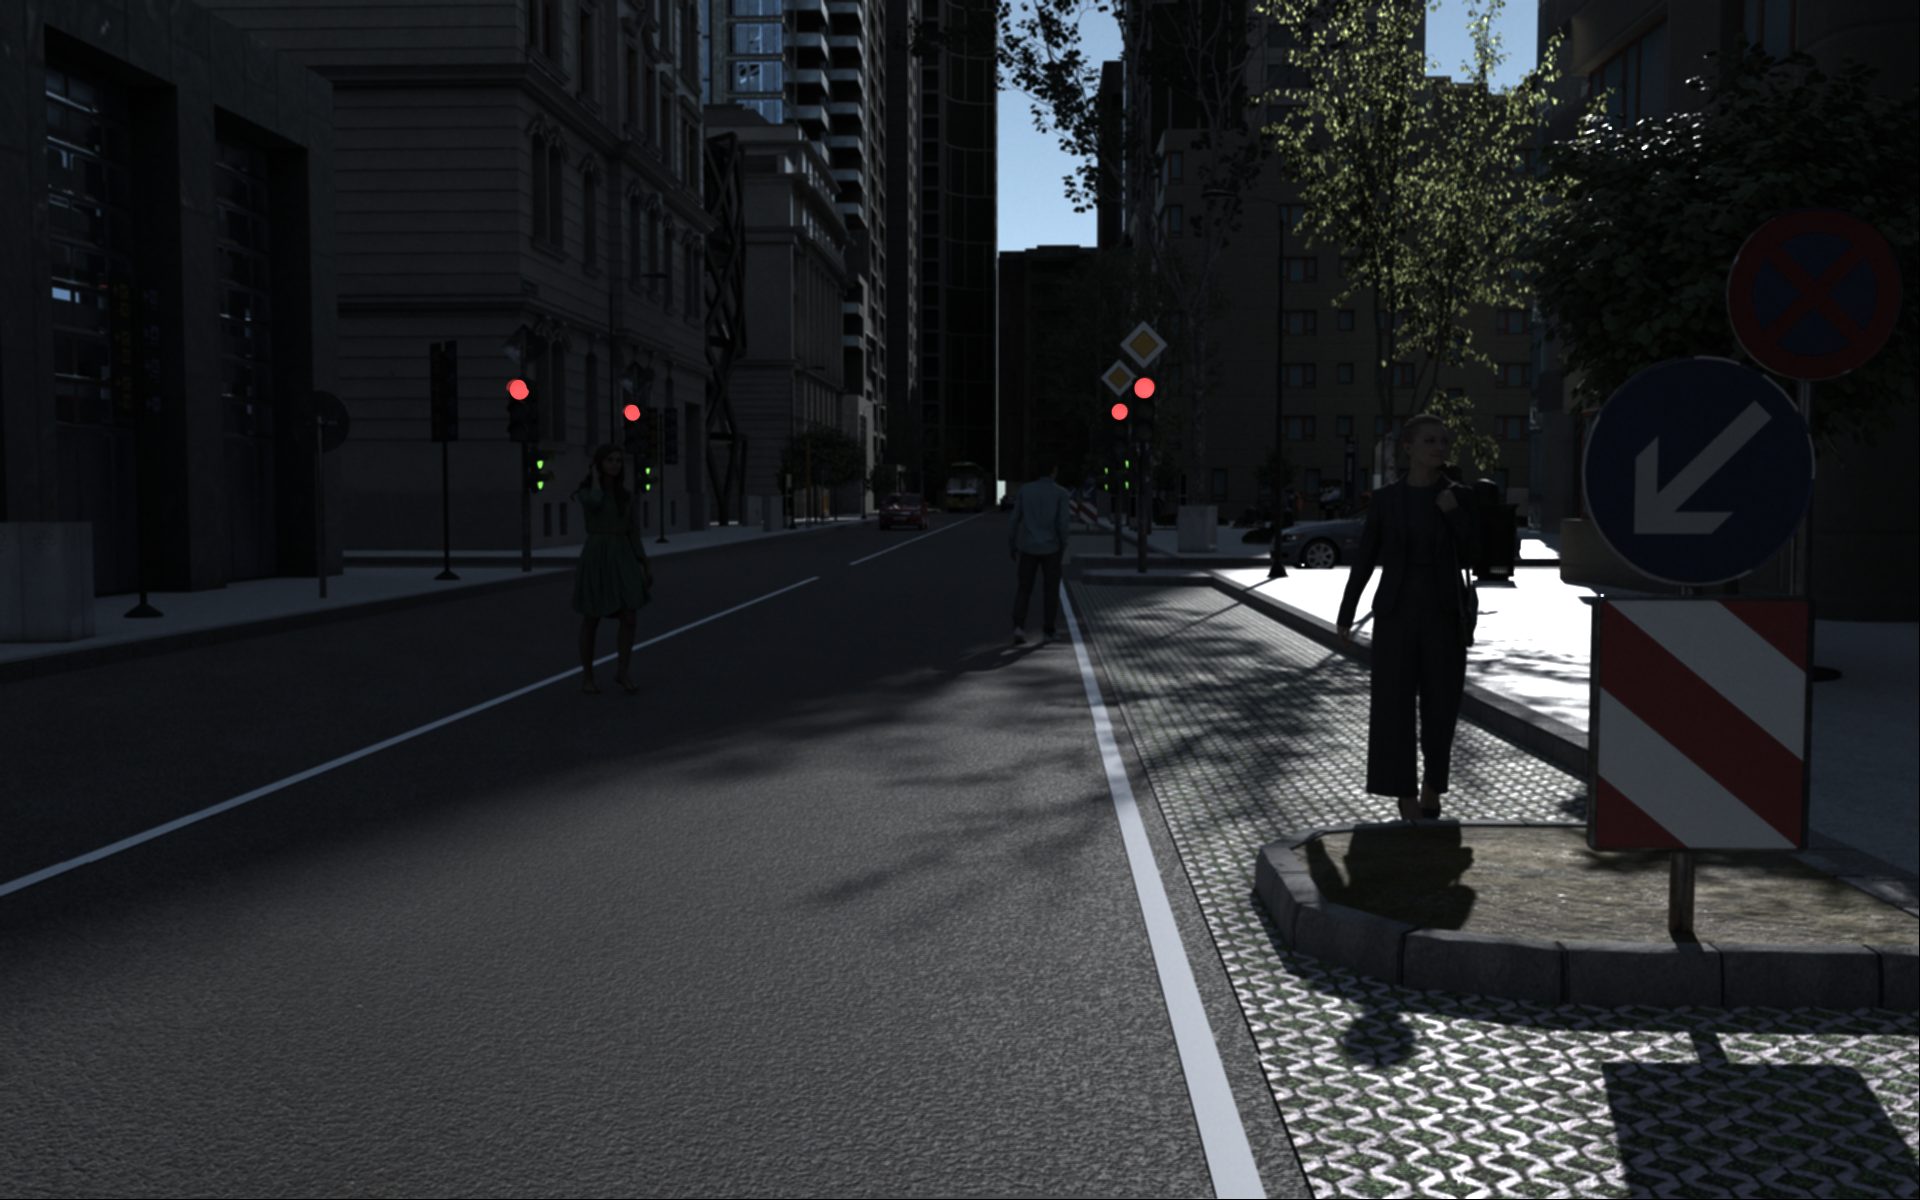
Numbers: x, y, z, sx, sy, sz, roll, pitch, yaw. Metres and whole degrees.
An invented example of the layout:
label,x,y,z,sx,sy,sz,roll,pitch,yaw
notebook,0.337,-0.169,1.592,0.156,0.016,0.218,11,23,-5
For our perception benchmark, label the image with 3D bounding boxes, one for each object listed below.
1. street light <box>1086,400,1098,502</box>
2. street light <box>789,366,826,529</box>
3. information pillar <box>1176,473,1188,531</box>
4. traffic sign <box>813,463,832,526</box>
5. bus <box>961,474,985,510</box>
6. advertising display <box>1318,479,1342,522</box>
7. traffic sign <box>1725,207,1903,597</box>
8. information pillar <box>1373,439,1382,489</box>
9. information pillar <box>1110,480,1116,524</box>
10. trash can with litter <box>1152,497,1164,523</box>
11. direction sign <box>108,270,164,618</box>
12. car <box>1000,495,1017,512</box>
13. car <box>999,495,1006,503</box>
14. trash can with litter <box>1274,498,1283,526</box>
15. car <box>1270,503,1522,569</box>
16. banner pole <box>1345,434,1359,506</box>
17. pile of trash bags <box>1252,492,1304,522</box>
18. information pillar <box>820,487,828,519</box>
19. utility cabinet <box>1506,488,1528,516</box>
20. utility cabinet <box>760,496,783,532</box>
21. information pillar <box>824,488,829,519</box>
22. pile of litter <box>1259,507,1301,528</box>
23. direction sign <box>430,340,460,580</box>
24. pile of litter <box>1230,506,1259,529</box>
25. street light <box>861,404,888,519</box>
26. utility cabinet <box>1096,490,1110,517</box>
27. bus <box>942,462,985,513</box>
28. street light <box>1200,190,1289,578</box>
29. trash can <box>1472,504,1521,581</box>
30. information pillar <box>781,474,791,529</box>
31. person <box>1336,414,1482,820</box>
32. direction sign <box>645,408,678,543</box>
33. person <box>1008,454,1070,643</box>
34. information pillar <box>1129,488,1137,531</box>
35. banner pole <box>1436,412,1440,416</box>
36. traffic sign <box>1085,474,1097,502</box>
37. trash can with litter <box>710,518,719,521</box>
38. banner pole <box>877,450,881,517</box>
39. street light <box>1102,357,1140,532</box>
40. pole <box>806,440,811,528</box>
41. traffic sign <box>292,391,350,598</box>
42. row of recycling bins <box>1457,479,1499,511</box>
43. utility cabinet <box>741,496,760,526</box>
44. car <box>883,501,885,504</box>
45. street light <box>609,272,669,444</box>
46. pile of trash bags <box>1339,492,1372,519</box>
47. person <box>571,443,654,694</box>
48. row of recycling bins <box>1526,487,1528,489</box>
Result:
label,x,y,z,sx,sy,sz,roll,pitch,yaw
street light,6.865,-6.866,84.802,1.470,5.913,1.316,0,4,2
street light,-5.550,-5.528,62.918,1.470,5.913,1.316,0,4,2
information pillar,7.704,-3.404,60.147,0.304,2.012,0.304,-1,4,-14
traffic sign,-5.586,-4.292,70.275,0.768,2.556,0.104,1,4,10
bus,0.666,-10.000,155.042,2.896,3.916,12.252,0,4,4
advertising display,16.121,-4.297,75.465,0.974,1.923,0.123,1,4,18
traffic sign,3.800,-0.471,7.800,0.768,2.556,0.104,0,4,3
information pillar,17.626,-5.006,73.201,0.504,3.616,0.183,-3,5,-40
information pillar,6.595,-4.258,74.109,0.304,2.012,0.304,1,4,15
trash can with litter,8.909,-4.022,77.144,1.055,1.170,0.624,-3,5,-44
direction sign,-8.530,-1.590,17.994,0.379,3.537,0.876,0,4,6
car,4.179,-7.786,139.888,1.945,1.354,3.894,0,4,4
car,4.743,-9.244,163.498,2.083,1.381,4.827,0,4,1
trash can with litter,9.460,-2.444,51.021,1.678,1.210,2.233,0,4,5
car,7.993,-1.221,31.968,4.499,1.417,2.014,0,4,1
banner pole,16.331,-5.016,72.026,0.401,3.779,0.863,-3,5,-41
pile of trash bags,15.012,-4.353,80.928,1.912,1.369,3.447,3,5,42
information pillar,-6.895,-5.879,87.477,0.504,3.616,0.183,3,4,38
utility cabinet,22.172,-3.651,68.372,1.173,1.500,0.318,-1,4,-16
utility cabinet,-6.419,-2.950,59.387,0.306,1.237,1.020,1,4,19
information pillar,-6.857,-5.155,88.772,0.304,2.012,0.304,0,4,-7
pile of litter,10.797,-2.600,56.474,1.719,0.858,1.176,0,4,-1
direction sign,-7.695,-2.073,25.886,0.379,3.537,0.876,-3,5,-40
pile of litter,10.926,-3.098,64.614,1.719,0.858,1.176,1,4,10
street light,-4.409,-7.126,89.053,1.470,5.913,1.316,0,4,2
utility cabinet,8.090,-5.322,95.696,1.173,1.500,0.318,-2,4,-26
bus,0.440,-8.824,135.818,2.896,3.916,12.252,0,4,3
street light,4.374,-3.309,26.639,1.470,5.913,1.316,0,4,2
trash can,7.935,-0.862,25.754,0.748,1.137,0.748,0,3,0
information pillar,-6.463,-3.673,64.545,0.304,2.012,0.304,3,4,37
person,1.957,0.087,7.492,0.576,1.772,0.534,0,4,-7
direction sign,-7.850,-3.275,45.551,0.876,3.537,0.379,-2,4,-26
person,0.743,-0.500,16.692,0.660,1.820,0.620,1,4,20
information pillar,6.164,-3.459,61.042,0.304,2.012,0.304,2,4,32
banner pole,14.289,-3.819,52.460,0.863,3.779,0.401,-2,4,-34
traffic sign,8.345,-6.743,110.359,0.768,2.556,0.104,1,4,9
trash can with litter,-11.879,-4.346,82.112,1.678,1.210,2.233,1,4,14
banner pole,-4.636,-6.671,99.085,0.401,3.779,0.863,-1,4,-17
street light,5.540,-5.268,58.674,1.470,5.913,1.316,0,4,2
pole,-5.706,-4.361,65.148,0.158,3.312,0.155,0,3,0
traffic sign,-7.877,-1.299,21.342,0.768,2.556,0.104,1,4,9
row of recycling bins,13.543,-2.547,48.763,3.534,1.692,1.069,-1,4,-20
utility cabinet,-8.311,-3.553,69.249,0.306,1.237,1.020,2,4,28
car,-2.582,-4.329,80.367,1.945,1.707,3.694,0,4,2
street light,-6.779,-3.906,36.404,1.470,5.913,1.316,0,4,2
pile of trash bags,15.558,-3.480,66.658,1.912,1.369,3.447,1,4,14
person,-2.525,-0.226,12.449,0.529,1.795,0.600,3,5,42
row of recycling bins,27.838,-4.456,79.966,3.534,1.692,1.069,0,4,4
